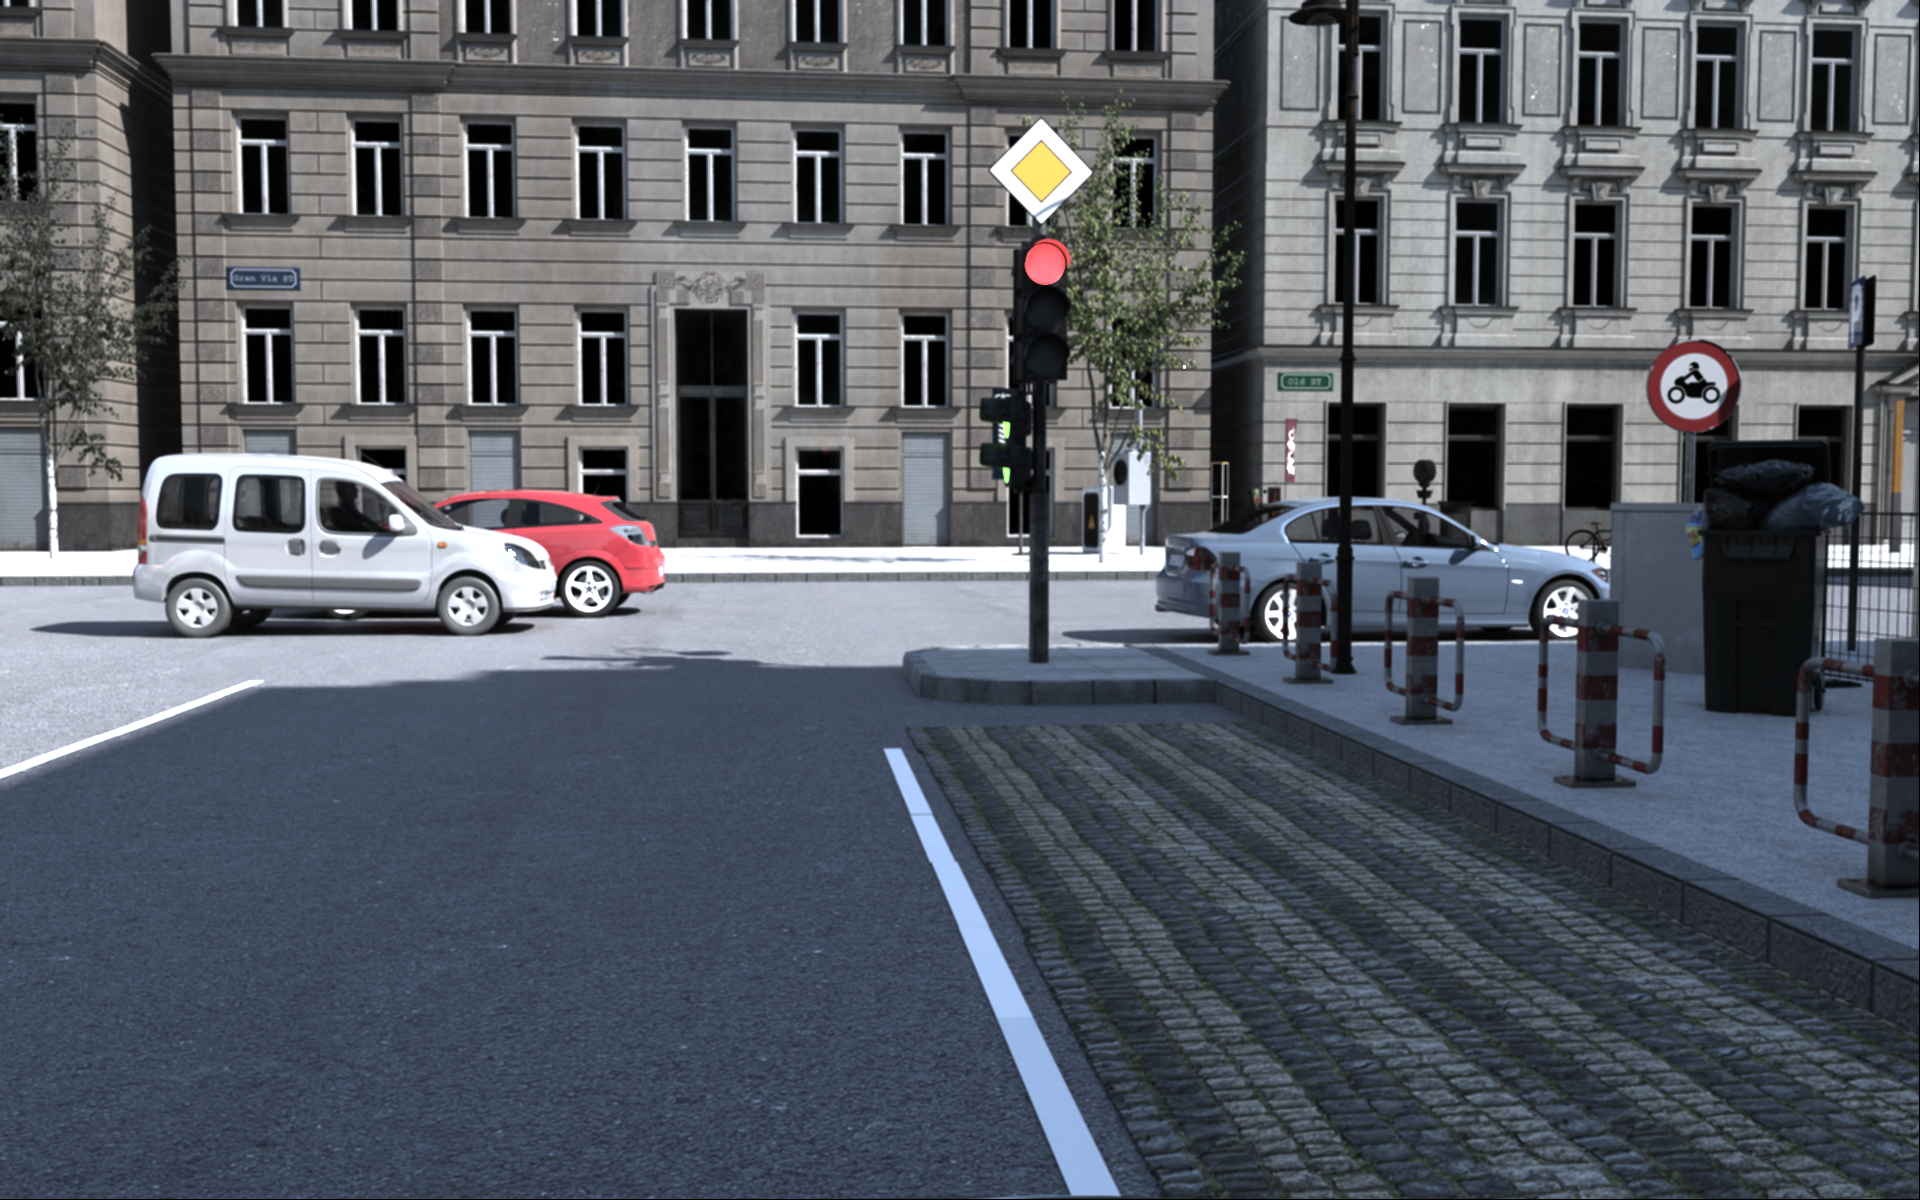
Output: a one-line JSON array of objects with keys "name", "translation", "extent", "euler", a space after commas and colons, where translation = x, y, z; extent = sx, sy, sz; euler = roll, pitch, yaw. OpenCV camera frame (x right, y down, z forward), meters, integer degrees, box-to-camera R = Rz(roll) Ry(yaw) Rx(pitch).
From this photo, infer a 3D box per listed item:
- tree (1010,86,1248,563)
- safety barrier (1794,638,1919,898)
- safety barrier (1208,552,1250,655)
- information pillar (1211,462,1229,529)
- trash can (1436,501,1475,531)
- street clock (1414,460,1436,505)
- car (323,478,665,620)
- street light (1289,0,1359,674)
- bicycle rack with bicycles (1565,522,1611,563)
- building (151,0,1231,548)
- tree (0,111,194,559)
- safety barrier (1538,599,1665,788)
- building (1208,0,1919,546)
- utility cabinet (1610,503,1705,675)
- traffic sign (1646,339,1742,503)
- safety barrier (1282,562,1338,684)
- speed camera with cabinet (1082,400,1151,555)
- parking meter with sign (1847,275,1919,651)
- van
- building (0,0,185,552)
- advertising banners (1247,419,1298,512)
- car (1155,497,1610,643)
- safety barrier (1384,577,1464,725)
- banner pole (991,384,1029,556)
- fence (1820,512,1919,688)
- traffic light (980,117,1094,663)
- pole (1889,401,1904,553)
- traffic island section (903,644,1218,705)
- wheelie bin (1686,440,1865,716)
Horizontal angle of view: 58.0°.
[{"name": "tree", "translation": [2.793, -4.975, 31.711], "extent": [4.737, 8.622, 4.395], "euler": [0, 3, 0]}, {"name": "safety barrier", "translation": [3.023, 0.533, 5.566], "extent": [0.300, 0.817, 1.120], "euler": [0, 4, -6]}, {"name": "safety barrier", "translation": [2.151, 0.027, 13.839], "extent": [0.300, 0.817, 1.120], "euler": [0, 4, -6]}, {"name": "information pillar", "translation": [5.998, -2.174, 40.032], "extent": [0.304, 2.012, 0.304], "euler": [2, 4, 34]}, {"name": "trash can", "translation": [10.046, -1.437, 35.141], "extent": [0.748, 1.137, 0.748], "euler": [0, 3, 0]}, {"name": "street clock", "translation": [9.885, -1.976, 36.881], "extent": [0.358, 2.002, 0.471], "euler": [-1, 4, -23]}, {"name": "car", "translation": [-5.804, -0.713, 20.699], "extent": [4.494, 1.783, 2.155], "euler": [0, 4, -5]}, {"name": "street light", "translation": [2.748, -2.413, 12.235], "extent": [0.468, 5.910, 1.993], "euler": [0, 4, -6]}, {"name": "bicycle rack with bicycles", "translation": [13.098, -1.158, 32.312], "extent": [2.925, 0.926, 2.852], "euler": [2, 4, 35]}, {"name": "building", "translation": [-6.464, -15.208, 45.916], "extent": [25.104, 27.353, 12.463], "euler": [0, 4, -6]}, {"name": "tree", "translation": [-17.670, -5.112, 33.950], "extent": [4.360, 8.622, 3.978], "euler": [0, 3, 0]}, {"name": "safety barrier", "translation": [2.805, 0.406, 7.630], "extent": [0.300, 0.817, 1.120], "euler": [0, 4, -6]}, {"name": "building", "translation": [27.790, -16.799, 51.086], "extent": [44.131, 29.872, 17.030], "euler": [0, 4, -6]}, {"name": "utility cabinet", "translation": [5.239, -0.085, 12.548], "extent": [0.306, 1.237, 1.020], "euler": [-3, 4, -36]}, {"name": "traffic sign", "translation": [6.058, -0.874, 14.391], "extent": [0.768, 2.556, 0.104], "euler": [0, 4, 3]}, {"name": "safety barrier", "translation": [2.369, 0.153, 11.768], "extent": [0.300, 0.817, 1.120], "euler": [0, 4, -6]}, {"name": "speed camera with cabinet", "translation": [3.319, -2.606, 36.950], "extent": [0.660, 3.252, 2.038], "euler": [-2, 4, -24]}, {"name": "parking meter with sign", "translation": [8.099, -1.077, 13.872], "extent": [1.738, 3.016, 0.543], "euler": [1, 4, 17]}, {"name": "van", "translation": [-6.325, -0.678, 18.097], "extent": [4.112, 2.044, 2.013], "euler": [0, 4, -6]}, {"name": "building", "translation": [-31.554, -14.975, 42.112], "extent": [25.104, 27.353, 12.463], "euler": [0, 4, -6]}, {"name": "advertising banners", "translation": [7.222, -2.673, 39.884], "extent": [0.090, 3.025, 2.074], "euler": [3, 5, 42]}, {"name": "car", "translation": [4.224, -0.319, 17.213], "extent": [4.499, 1.417, 2.014], "euler": [0, 4, -7]}, {"name": "safety barrier", "translation": [2.588, 0.280, 9.698], "extent": [0.300, 0.817, 1.120], "euler": [0, 4, -6]}, {"name": "banner pole", "translation": [1.052, -2.822, 36.159], "extent": [0.863, 3.779, 0.401], "euler": [-1, 4, -17]}, {"name": "fence", "translation": [6.007, 0.043, 10.496], "extent": [0.480, 1.192, 2.264], "euler": [-1, 4, -14]}, {"name": "traffic light", "translation": [0.583, -1.479, 13.104], "extent": [0.839, 4.253, 0.868], "euler": [0, 4, -6]}, {"name": "pole", "translation": [20.505, -2.696, 37.916], "extent": [0.158, 3.312, 0.155], "euler": [0, 3, 0]}, {"name": "traffic island section", "translation": [0.624, 0.554, 13.222], "extent": [2.009, 0.180, 2.903], "euler": [0, 4, -6]}, {"name": "wheelie bin", "translation": [4.773, -0.141, 10.220], "extent": [0.980, 1.594, 0.693], "euler": [2, 4, 32]}]
